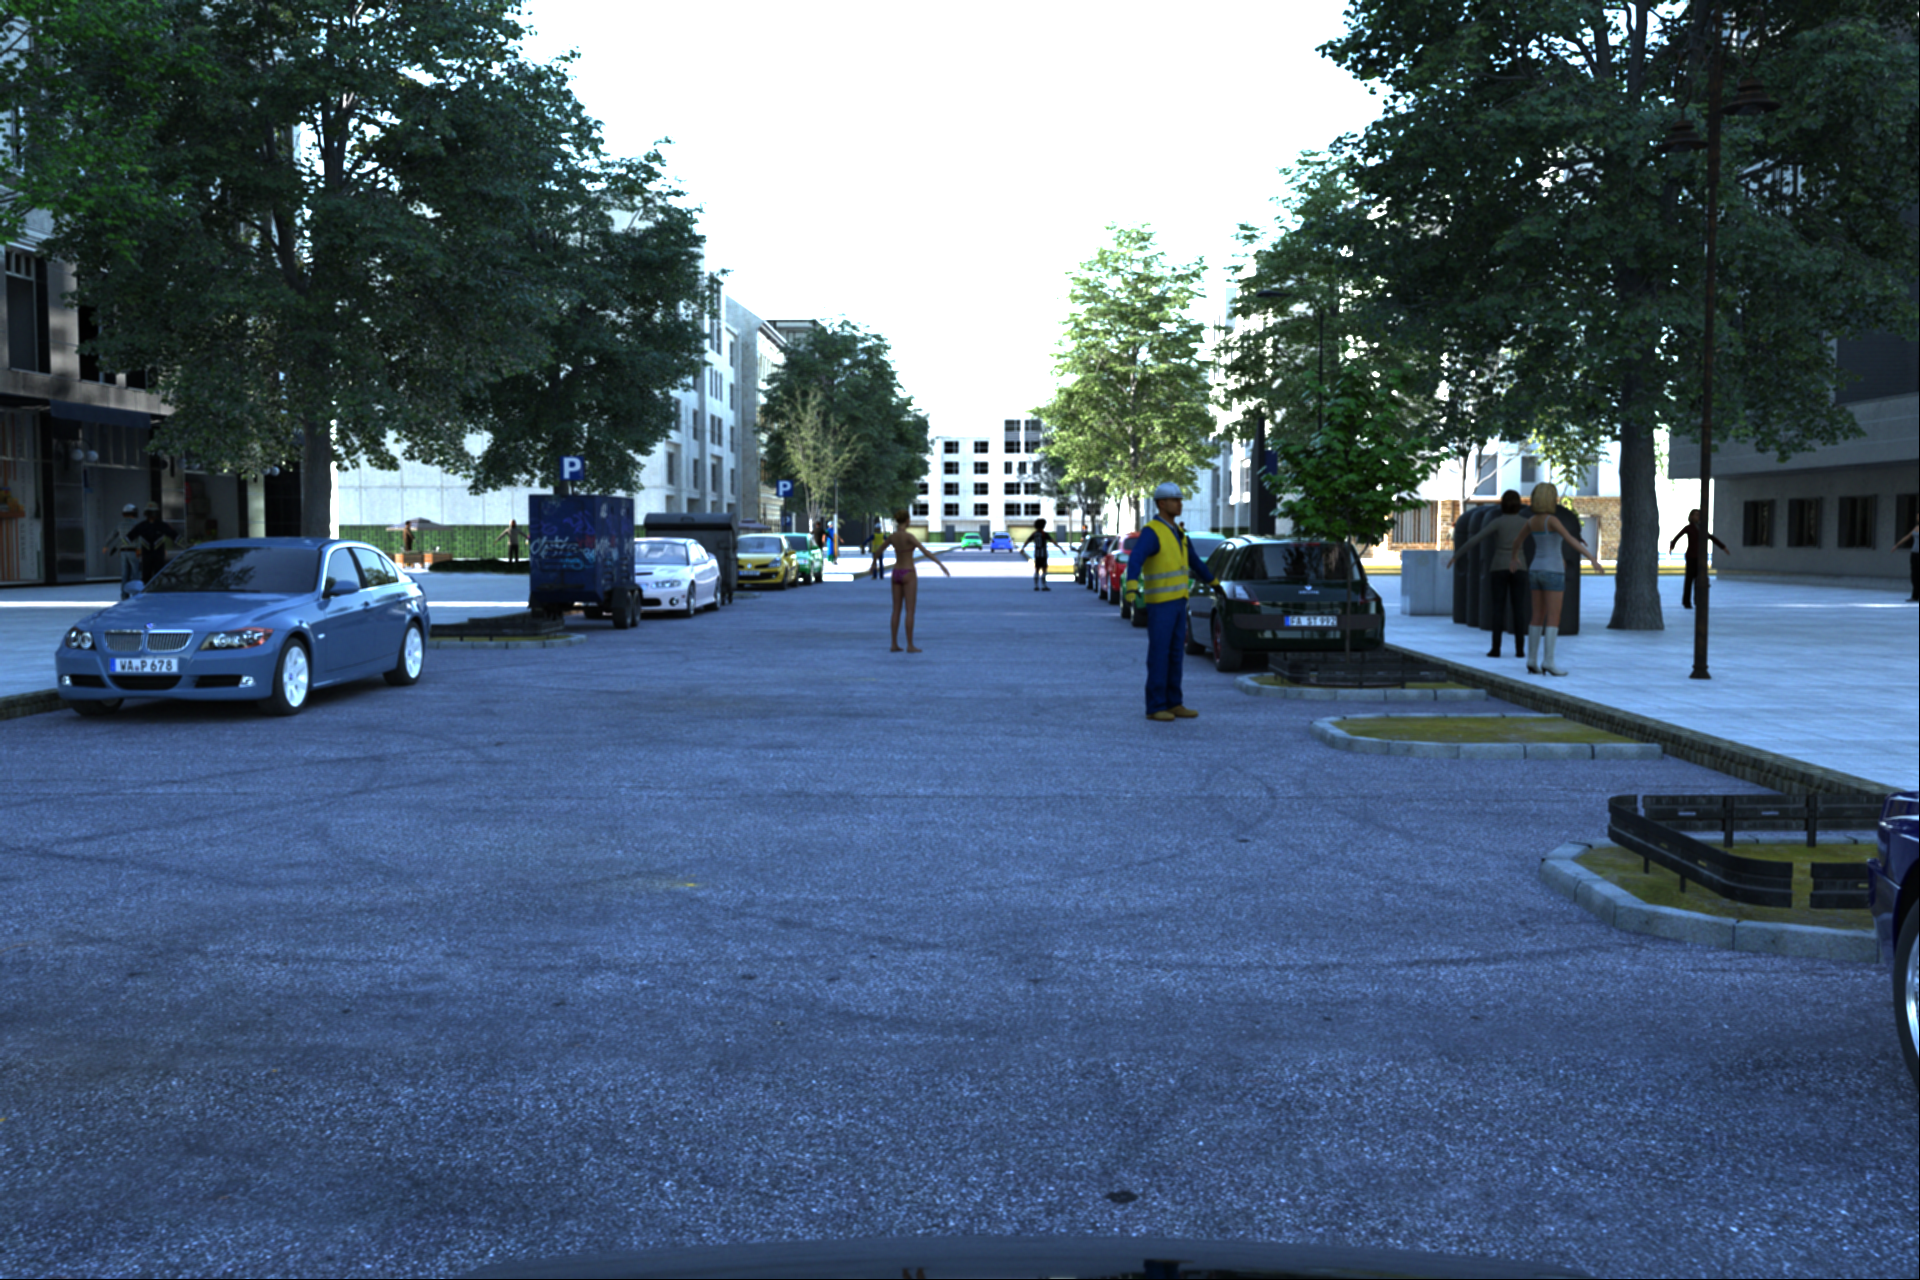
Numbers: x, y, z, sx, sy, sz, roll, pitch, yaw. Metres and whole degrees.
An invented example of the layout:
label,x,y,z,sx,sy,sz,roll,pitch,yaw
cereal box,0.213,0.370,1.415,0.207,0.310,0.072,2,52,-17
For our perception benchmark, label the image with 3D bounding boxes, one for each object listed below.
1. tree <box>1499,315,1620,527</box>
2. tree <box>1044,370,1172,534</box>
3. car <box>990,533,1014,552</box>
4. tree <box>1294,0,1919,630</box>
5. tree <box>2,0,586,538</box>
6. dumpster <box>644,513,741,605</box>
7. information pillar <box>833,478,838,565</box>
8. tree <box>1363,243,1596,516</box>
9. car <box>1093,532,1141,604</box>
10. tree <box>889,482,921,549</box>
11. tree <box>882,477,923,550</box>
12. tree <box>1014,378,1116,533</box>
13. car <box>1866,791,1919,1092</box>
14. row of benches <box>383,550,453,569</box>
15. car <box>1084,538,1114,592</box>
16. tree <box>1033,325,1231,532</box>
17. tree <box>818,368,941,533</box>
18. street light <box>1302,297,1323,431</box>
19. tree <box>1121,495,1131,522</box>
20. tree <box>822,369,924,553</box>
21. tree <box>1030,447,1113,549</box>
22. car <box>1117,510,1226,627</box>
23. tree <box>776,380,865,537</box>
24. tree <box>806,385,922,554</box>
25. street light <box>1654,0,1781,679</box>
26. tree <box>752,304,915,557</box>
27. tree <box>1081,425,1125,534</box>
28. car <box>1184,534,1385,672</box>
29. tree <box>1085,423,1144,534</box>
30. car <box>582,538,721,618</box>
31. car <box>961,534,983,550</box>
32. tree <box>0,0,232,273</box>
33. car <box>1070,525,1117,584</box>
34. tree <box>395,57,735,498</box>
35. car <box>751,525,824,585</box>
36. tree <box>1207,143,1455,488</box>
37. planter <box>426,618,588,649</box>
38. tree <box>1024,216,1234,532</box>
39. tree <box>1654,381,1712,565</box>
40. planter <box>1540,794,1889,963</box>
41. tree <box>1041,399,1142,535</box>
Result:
label,x,y,z,sx,sy,sz,roll,pitch,yaw
tree,20.066,-6.573,57.830,4.737,8.622,4.395,0,3,0
tree,8.185,-9.593,91.258,8.767,10.594,7.601,1,4,21
car,3.286,-7.754,136.366,1.945,1.707,3.694,0,4,2
tree,9.071,-7.111,22.918,9.857,13.997,8.962,0,3,0
tree,-11.157,-7.530,29.772,9.857,13.997,8.962,0,3,0
dumpster,-5.456,-1.653,35.239,1.865,1.857,1.264,0,4,1
information pillar,-5.228,-4.976,72.707,0.183,3.616,0.504,0,4,1
tree,20.214,-9.698,68.937,12.009,13.543,11.850,0,3,0
car,3.925,-1.695,36.747,2.155,1.783,4.494,0,4,0
tree,-6.115,-12.404,153.168,4.360,8.622,3.978,0,3,0
tree,-6.473,-12.795,143.603,7.601,10.594,8.767,2,4,30
tree,9.713,-13.796,135.926,12.009,13.543,11.850,0,3,0
car,3.175,0.592,2.904,1.945,1.354,3.894,0,4,2
row of benches,-20.721,-3.018,64.799,1.422,0.672,4.104,2,4,29
car,4.152,-1.917,43.922,1.945,1.354,3.894,0,3,0
tree,7.525,-8.619,75.337,8.767,10.594,7.601,0,4,-5
tree,-6.214,-13.763,131.681,9.857,13.997,8.962,0,3,0
street light,7.440,-3.709,33.188,1.470,5.913,1.316,0,4,1
tree,25.439,-18.197,247.880,4.360,8.622,3.978,0,3,0
tree,-6.136,-12.254,118.482,7.486,12.596,7.792,0,3,0
tree,9.969,-13.365,152.938,8.767,10.594,7.601,2,4,30
car,3.576,-1.181,28.102,1.959,1.807,4.718,0,4,1
tree,-7.239,-8.125,83.198,4.360,8.622,3.978,0,3,0
tree,-6.230,-10.678,108.995,8.767,10.594,7.601,1,4,12
street light,6.575,-2.594,15.206,0.468,5.910,1.993,0,4,1
tree,-7.089,-11.698,97.912,9.857,13.997,8.962,0,3,0
tree,8.701,-9.806,110.693,4.360,8.622,3.978,0,3,0
car,3.521,-0.587,19.384,2.009,1.686,4.222,0,4,0
tree,8.605,-9.391,103.902,4.360,8.622,3.978,0,3,0
car,-5.467,-1.147,31.113,2.083,1.381,4.827,0,4,1
car,1.078,-8.892,154.181,1.959,1.807,4.718,0,4,1
tree,-12.438,-5.730,19.439,9.928,11.665,9.643,0,3,0
car,4.257,-2.509,50.812,2.009,1.686,4.222,0,4,1
tree,-10.839,-8.589,47.089,9.857,13.997,8.962,0,3,0
car,-4.966,-2.508,49.795,1.959,1.807,4.718,0,4,1
tree,10.995,-8.133,51.104,7.486,12.596,7.792,0,3,0
planter,-5.947,-0.087,22.569,1.991,0.319,1.994,0,4,1
tree,6.120,-8.849,62.816,7.486,12.596,7.792,0,3,0
tree,29.590,-7.450,72.163,4.360,8.622,3.978,0,3,0
planter,3.387,0.880,6.760,1.991,0.319,1.994,0,4,1
tree,9.326,-11.927,120.762,9.928,11.665,9.643,0,3,0
